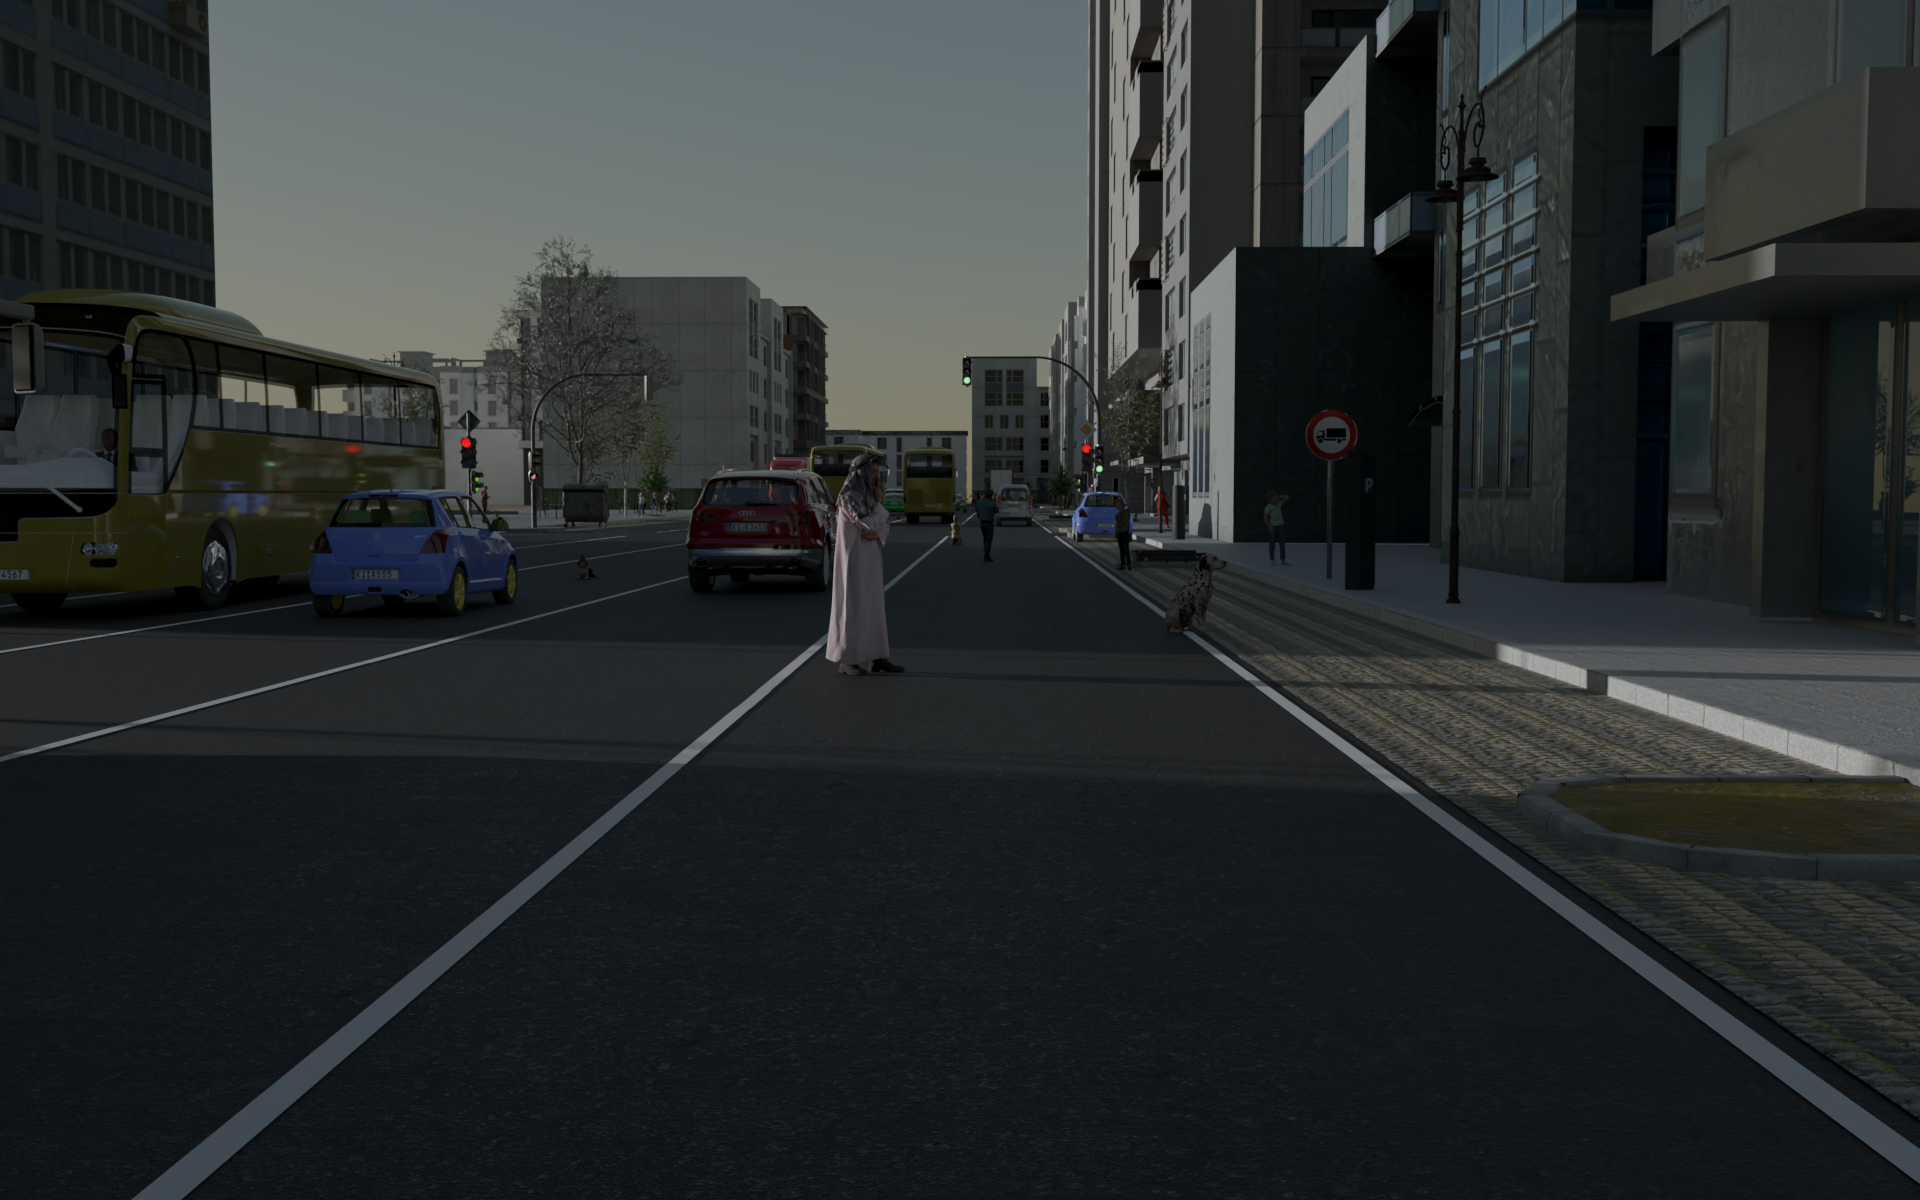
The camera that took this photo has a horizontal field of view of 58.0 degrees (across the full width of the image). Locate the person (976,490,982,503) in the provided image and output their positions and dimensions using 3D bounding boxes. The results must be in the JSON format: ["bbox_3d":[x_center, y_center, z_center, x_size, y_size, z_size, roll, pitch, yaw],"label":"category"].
[{"bbox_3d":[2.012,-10.852,185.941,0.705,1.822,1.348,-2,4,-27],"label":"person"}]

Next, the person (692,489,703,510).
[{"bbox_3d":[-5.952,-1.795,40.061,0.429,1.552,0.499,-2,4,-27],"label":"person"}]

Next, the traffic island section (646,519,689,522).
[{"bbox_3d":[-15.273,-4.145,90.645,1.991,0.108,1.994,0,4,1],"label":"traffic island section"}]

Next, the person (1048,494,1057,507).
[{"bbox_3d":[9.319,-10.087,170.600,1.348,1.869,0.705,1,4,19],"label":"person"}]

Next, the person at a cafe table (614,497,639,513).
[{"bbox_3d":[-22.605,-6.525,117.546,1.698,1.238,1.726,0,4,7],"label":"person at a cafe table"}]

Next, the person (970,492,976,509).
[{"bbox_3d":[1.257,-9.795,170.117,0.593,1.643,0.415,-2,4,-30],"label":"person"}]

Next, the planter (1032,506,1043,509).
[{"bbox_3d":[7.013,-8.955,167.546,1.991,0.319,1.994,0,4,1],"label":"planter"}]

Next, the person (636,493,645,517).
[{"bbox_3d":[-18.123,-5.405,98.320,0.340,1.345,0.435,2,4,23],"label":"person"}]

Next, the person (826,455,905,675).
[{"bbox_3d":[-0.757,-0.279,13.733,0.621,1.740,0.551,0,4,1],"label":"person"}]

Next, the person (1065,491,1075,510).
[{"bbox_3d":[9.056,-8.338,142.918,0.990,1.755,0.434,2,4,26],"label":"person"}]

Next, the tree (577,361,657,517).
[{"bbox_3d":[-18.620,-8.901,95.898,4.360,8.622,3.978,0,3,0],"label":"tree"}]

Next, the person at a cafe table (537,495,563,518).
[{"bbox_3d":[-21.820,-4.947,91.749,1.698,1.238,1.726,1,4,23],"label":"person at a cafe table"}]

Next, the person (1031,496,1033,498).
[{"bbox_3d":[6.682,-9.835,170.021,1.217,1.743,0.721,2,4,30],"label":"person"}]

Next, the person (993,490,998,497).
[{"bbox_3d":[3.760,-10.227,175.724,1.348,1.822,0.705,-3,4,-38],"label":"person"}]

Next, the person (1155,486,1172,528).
[{"bbox_3d":[7.682,-3.532,65.501,0.444,1.614,0.593,-3,5,-40],"label":"person"}]

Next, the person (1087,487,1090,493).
[{"bbox_3d":[7.492,-5.684,99.893,0.541,1.710,0.530,1,4,20],"label":"person"}]

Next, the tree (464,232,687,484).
[{"bbox_3d":[-18.201,-10.513,82.264,12.009,13.543,11.850,0,3,0],"label":"tree"}]

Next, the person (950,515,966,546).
[{"bbox_3d":[-0.068,-1.956,48.412,0.347,0.859,0.695,1,4,12],"label":"person"}]

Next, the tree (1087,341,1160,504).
[{"bbox_3d":[7.995,-8.086,82.563,4.360,8.622,3.978,0,3,0],"label":"tree"}]

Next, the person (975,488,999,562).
[{"bbox_3d":[0.574,-1.585,36.620,0.429,1.552,0.499,-2,4,-26],"label":"person"}]

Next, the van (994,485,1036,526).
[{"bbox_3d":[2.465,-4.391,78.804,2.013,2.044,4.112,0,4,2],"label":"van"}]

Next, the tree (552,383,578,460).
[{"bbox_3d":[-22.811,-9.466,105.137,4.360,8.622,3.978,0,3,0],"label":"tree"}]

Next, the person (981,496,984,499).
[{"bbox_3d":[2.668,-9.938,171.703,1.217,1.736,0.721,1,4,10],"label":"person"}]

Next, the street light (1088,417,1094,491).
[{"bbox_3d":[7.576,-7.891,101.812,0.468,5.910,1.993,0,4,1],"label":"street light"}]

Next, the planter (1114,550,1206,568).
[{"bbox_3d":[4.075,-0.804,34.284,1.991,0.319,1.994,0,4,1],"label":"planter"}]

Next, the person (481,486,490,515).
[{"bbox_3d":[-20.846,-4.195,76.108,0.415,1.643,0.593,-2,4,-28],"label":"person"}]

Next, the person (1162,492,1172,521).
[{"bbox_3d":[9.760,-4.410,81.340,0.799,1.438,0.628,0,4,4],"label":"person"}]

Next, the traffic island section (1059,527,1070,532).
[{"bbox_3d":[4.761,-2.626,65.220,2.009,0.180,2.903,0,4,1],"label":"traffic island section"}]

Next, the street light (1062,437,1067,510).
[{"bbox_3d":[8.405,-10.182,139.266,0.468,5.910,1.993,0,4,1],"label":"street light"}]

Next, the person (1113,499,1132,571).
[{"bbox_3d":[3.061,-1.224,32.420,0.435,1.345,0.340,2,4,28],"label":"person"}]

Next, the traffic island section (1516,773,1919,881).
[{"bbox_3d":[3.476,0.949,7.354,1.991,0.108,1.994,0,4,1],"label":"traffic island section"}]

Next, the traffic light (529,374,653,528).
[{"bbox_3d":[-14.022,-5.558,65.538,4.771,5.953,1.251,0,4,1],"label":"traffic light"}]

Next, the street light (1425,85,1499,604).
[{"bbox_3d":[5.801,-2.899,20.188,0.468,5.910,1.993,0,4,1],"label":"street light"}]

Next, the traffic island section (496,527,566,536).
[{"bbox_3d":[-16.155,-2.655,65.684,2.009,0.180,2.903,0,4,1],"label":"traffic island section"}]

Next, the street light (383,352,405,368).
[{"bbox_3d":[-18.410,-5.121,56.519,0.468,5.910,1.993,0,4,1],"label":"street light"}]

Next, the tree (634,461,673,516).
[{"bbox_3d":[-18.275,-6.631,103.014,1.663,3.219,1.824,0,3,0],"label":"tree"}]

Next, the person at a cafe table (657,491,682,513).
[{"bbox_3d":[-19.633,-6.623,116.794,1.698,1.524,1.622,-1,4,-9],"label":"person at a cafe table"}]

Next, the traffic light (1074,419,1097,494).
[{"bbox_3d":[4.721,-4.660,65.107,0.839,4.253,0.868,0,4,1],"label":"traffic light"}]

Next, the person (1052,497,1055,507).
[{"bbox_3d":[9.577,-10.411,176.205,1.348,1.831,0.705,0,4,5],"label":"person"}]

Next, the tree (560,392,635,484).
[{"bbox_3d":[-24.407,-9.980,113.534,4.737,8.622,4.395,0,3,0],"label":"tree"}]

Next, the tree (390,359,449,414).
[{"bbox_3d":[-29.752,-8.754,93.482,4.737,8.622,4.395,0,3,0],"label":"tree"}]

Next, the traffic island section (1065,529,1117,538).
[{"bbox_3d":[4.585,-2.138,57.237,2.009,0.180,2.903,0,4,1],"label":"traffic island section"}]

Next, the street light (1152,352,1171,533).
[{"bbox_3d":[6.584,-5.133,56.715,0.468,5.910,1.993,0,4,1],"label":"street light"}]

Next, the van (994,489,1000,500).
[{"bbox_3d":[3.712,-8.043,138.510,2.013,2.044,4.112,0,4,3],"label":"van"}]

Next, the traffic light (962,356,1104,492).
[{"bbox_3d":[2.452,-5.037,57.029,4.771,5.953,1.251,0,4,1],"label":"traffic light"}]

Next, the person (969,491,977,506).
[{"bbox_3d":[1.655,-11.879,202.856,1.348,1.807,0.705,-1,4,-8],"label":"person"}]

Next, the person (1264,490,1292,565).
[{"bbox_3d":[5.723,-1.298,31.168,0.435,1.345,0.340,-2,4,-31],"label":"person"}]

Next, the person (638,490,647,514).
[{"bbox_3d":[-20.959,-6.483,114.247,0.590,1.554,0.614,-1,4,-11],"label":"person"}]

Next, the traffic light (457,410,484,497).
[{"bbox_3d":[-16.291,-4.198,57.565,0.839,4.253,0.868,0,4,1],"label":"traffic light"}]
